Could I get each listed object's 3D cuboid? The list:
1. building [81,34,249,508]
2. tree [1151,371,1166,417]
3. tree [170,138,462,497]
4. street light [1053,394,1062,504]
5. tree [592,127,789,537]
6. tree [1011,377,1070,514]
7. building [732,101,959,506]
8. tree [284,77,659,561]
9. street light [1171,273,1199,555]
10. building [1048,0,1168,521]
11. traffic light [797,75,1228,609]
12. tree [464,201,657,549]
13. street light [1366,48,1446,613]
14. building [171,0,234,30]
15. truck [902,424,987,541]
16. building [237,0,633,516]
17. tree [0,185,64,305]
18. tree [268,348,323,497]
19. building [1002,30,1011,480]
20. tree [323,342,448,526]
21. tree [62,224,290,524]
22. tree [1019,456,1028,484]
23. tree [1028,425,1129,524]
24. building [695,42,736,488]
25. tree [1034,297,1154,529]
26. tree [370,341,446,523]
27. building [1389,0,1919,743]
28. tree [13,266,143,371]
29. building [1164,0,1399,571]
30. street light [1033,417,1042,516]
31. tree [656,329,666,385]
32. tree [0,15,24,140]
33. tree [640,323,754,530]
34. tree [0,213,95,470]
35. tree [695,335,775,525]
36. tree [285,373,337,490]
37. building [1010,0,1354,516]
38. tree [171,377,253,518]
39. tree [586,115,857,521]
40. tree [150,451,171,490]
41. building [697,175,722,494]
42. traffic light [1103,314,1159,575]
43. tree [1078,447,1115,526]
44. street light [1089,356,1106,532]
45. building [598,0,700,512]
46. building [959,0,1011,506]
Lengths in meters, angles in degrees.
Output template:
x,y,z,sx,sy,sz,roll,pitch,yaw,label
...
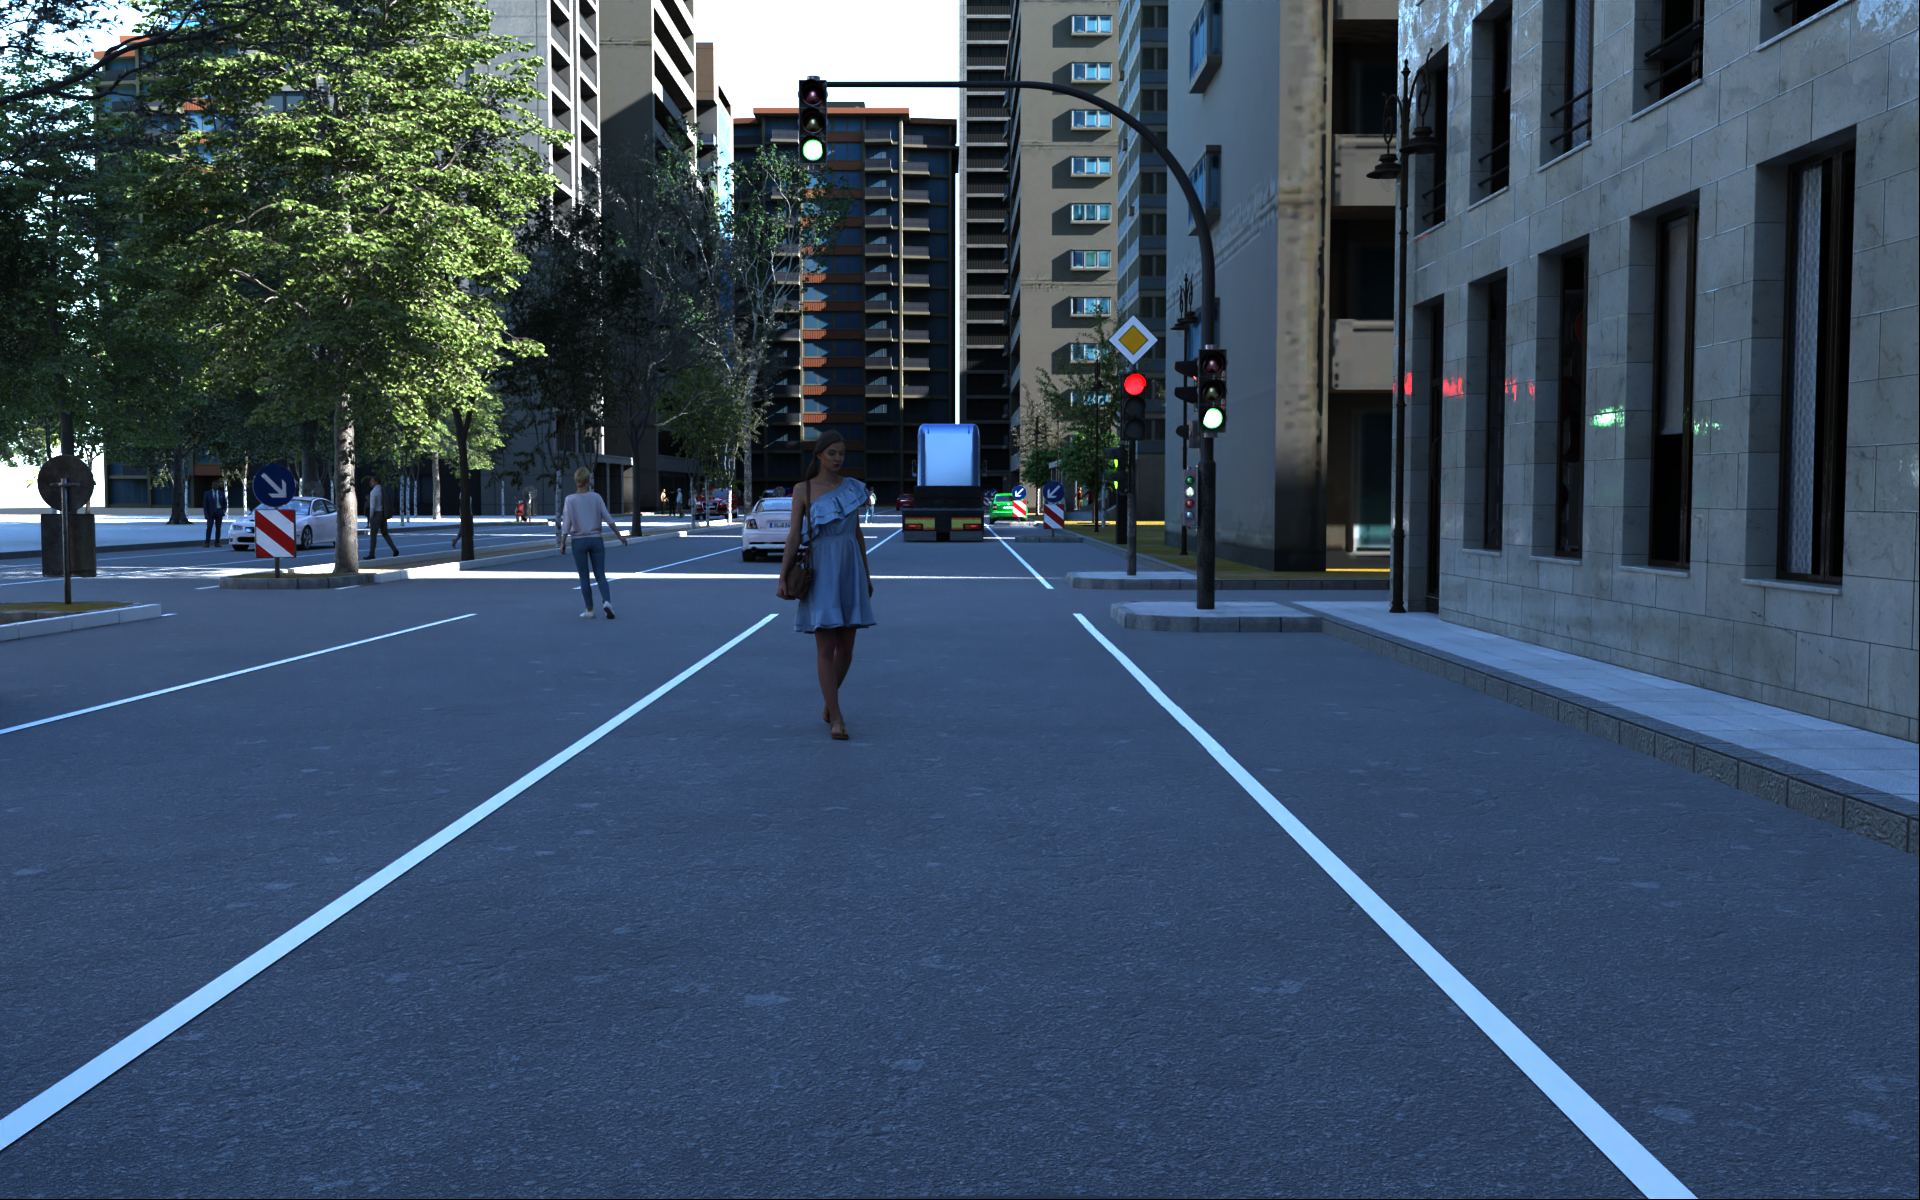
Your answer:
x,y,z,sx,sy,sz,roll,pitch,yaw,label
-66.255,-31.354,167.260,28.867,44.769,22.147,0,4,0,building
10.519,-7.508,73.122,4.360,8.622,3.978,0,3,0,tree
-22.918,-9.441,61.010,9.857,13.997,8.962,0,3,0,tree
4.543,-6.569,80.193,0.468,5.910,1.993,0,4,0,street light
-10.871,-8.871,57.866,12.009,13.543,11.850,0,3,0,tree
4.959,-9.744,109.674,4.360,8.622,3.978,0,3,0,tree
-14.558,-33.123,196.186,28.867,44.769,22.147,0,4,0,building
-10.504,-6.129,37.077,8.767,10.594,7.601,0,4,0,tree
4.739,-3.894,36.462,0.468,5.910,1.993,0,4,0,street light
21.083,-24.355,90.090,32.217,40.220,23.993,0,4,0,building
0.629,-2.719,19.123,4.771,5.953,1.251,0,4,0,traffic light
-10.029,-5.528,43.207,4.360,8.622,3.978,0,3,0,tree
4.742,-2.801,18.584,0.468,5.910,1.993,0,4,0,street light
-73.671,-53.879,193.592,31.000,86.520,22.319,0,4,0,building
-0.457,-4.328,60.518,2.967,4.110,18.799,0,4,0,truck
-32.189,-41.164,111.279,20.563,71.187,20.611,0,4,0,building
-22.217,-6.164,35.200,8.767,10.594,7.601,0,4,4,tree
-33.509,-8.401,87.715,4.737,8.622,4.395,0,3,0,tree
15.255,-31.129,163.580,22.147,44.769,28.867,0,4,0,building
-22.305,-7.261,69.074,4.737,8.622,4.395,0,3,0,tree
-32.994,-9.544,73.054,9.611,12.733,9.660,0,3,0,tree
5.305,-7.418,104.995,4.285,4.588,4.351,0,3,0,tree
5.848,-5.597,75.228,4.285,4.588,4.351,0,3,0,tree
-30.086,-31.786,169.814,14.200,45.320,14.600,0,4,0,building
5.181,-6.980,64.491,4.737,8.622,4.395,0,3,0,tree
-24.947,-7.805,77.967,4.360,8.622,3.978,0,3,0,tree
10.097,-9.537,10.674,10.420,20.320,16.860,0,4,0,building
-27.296,-6.242,52.421,4.737,8.622,4.395,0,3,0,tree
15.671,-25.333,37.894,21.600,48.544,21.300,0,4,0,building
4.540,-7.907,102.059,0.468,5.910,1.993,0,4,0,street light
-10.311,-5.842,48.331,4.360,8.622,3.978,0,3,0,tree
-37.475,-12.210,55.530,12.611,20.169,13.585,0,3,0,tree
-10.396,-7.001,67.287,4.737,8.622,4.395,0,3,0,tree
-43.028,-10.363,76.092,9.857,13.997,8.962,0,3,0,tree
-10.526,-7.719,79.026,4.360,8.622,3.978,0,3,0,tree
-36.423,-9.040,98.163,4.360,8.622,3.978,0,3,0,tree
14.560,-30.528,122.840,21.300,48.544,21.600,0,4,0,building
-39.256,-8.686,92.377,4.360,8.622,3.978,0,3,0,tree
-11.858,-14.000,87.239,12.611,20.169,13.585,0,3,0,tree
-44.458,-9.096,99.074,4.360,8.622,3.978,0,3,0,tree
-28.908,-23.252,151.865,14.160,30.474,14.107,0,4,0,building
2.693,-2.345,27.257,0.839,4.253,0.868,0,4,0,traffic light
5.563,-4.576,69.420,1.663,3.219,1.824,0,3,0,tree
4.614,-5.232,58.327,0.468,5.910,1.993,0,4,0,street light
-32.474,-31.179,133.480,21.300,48.544,21.600,0,4,0,building
10.183,-46.269,194.744,20.611,71.187,20.563,0,4,0,building
